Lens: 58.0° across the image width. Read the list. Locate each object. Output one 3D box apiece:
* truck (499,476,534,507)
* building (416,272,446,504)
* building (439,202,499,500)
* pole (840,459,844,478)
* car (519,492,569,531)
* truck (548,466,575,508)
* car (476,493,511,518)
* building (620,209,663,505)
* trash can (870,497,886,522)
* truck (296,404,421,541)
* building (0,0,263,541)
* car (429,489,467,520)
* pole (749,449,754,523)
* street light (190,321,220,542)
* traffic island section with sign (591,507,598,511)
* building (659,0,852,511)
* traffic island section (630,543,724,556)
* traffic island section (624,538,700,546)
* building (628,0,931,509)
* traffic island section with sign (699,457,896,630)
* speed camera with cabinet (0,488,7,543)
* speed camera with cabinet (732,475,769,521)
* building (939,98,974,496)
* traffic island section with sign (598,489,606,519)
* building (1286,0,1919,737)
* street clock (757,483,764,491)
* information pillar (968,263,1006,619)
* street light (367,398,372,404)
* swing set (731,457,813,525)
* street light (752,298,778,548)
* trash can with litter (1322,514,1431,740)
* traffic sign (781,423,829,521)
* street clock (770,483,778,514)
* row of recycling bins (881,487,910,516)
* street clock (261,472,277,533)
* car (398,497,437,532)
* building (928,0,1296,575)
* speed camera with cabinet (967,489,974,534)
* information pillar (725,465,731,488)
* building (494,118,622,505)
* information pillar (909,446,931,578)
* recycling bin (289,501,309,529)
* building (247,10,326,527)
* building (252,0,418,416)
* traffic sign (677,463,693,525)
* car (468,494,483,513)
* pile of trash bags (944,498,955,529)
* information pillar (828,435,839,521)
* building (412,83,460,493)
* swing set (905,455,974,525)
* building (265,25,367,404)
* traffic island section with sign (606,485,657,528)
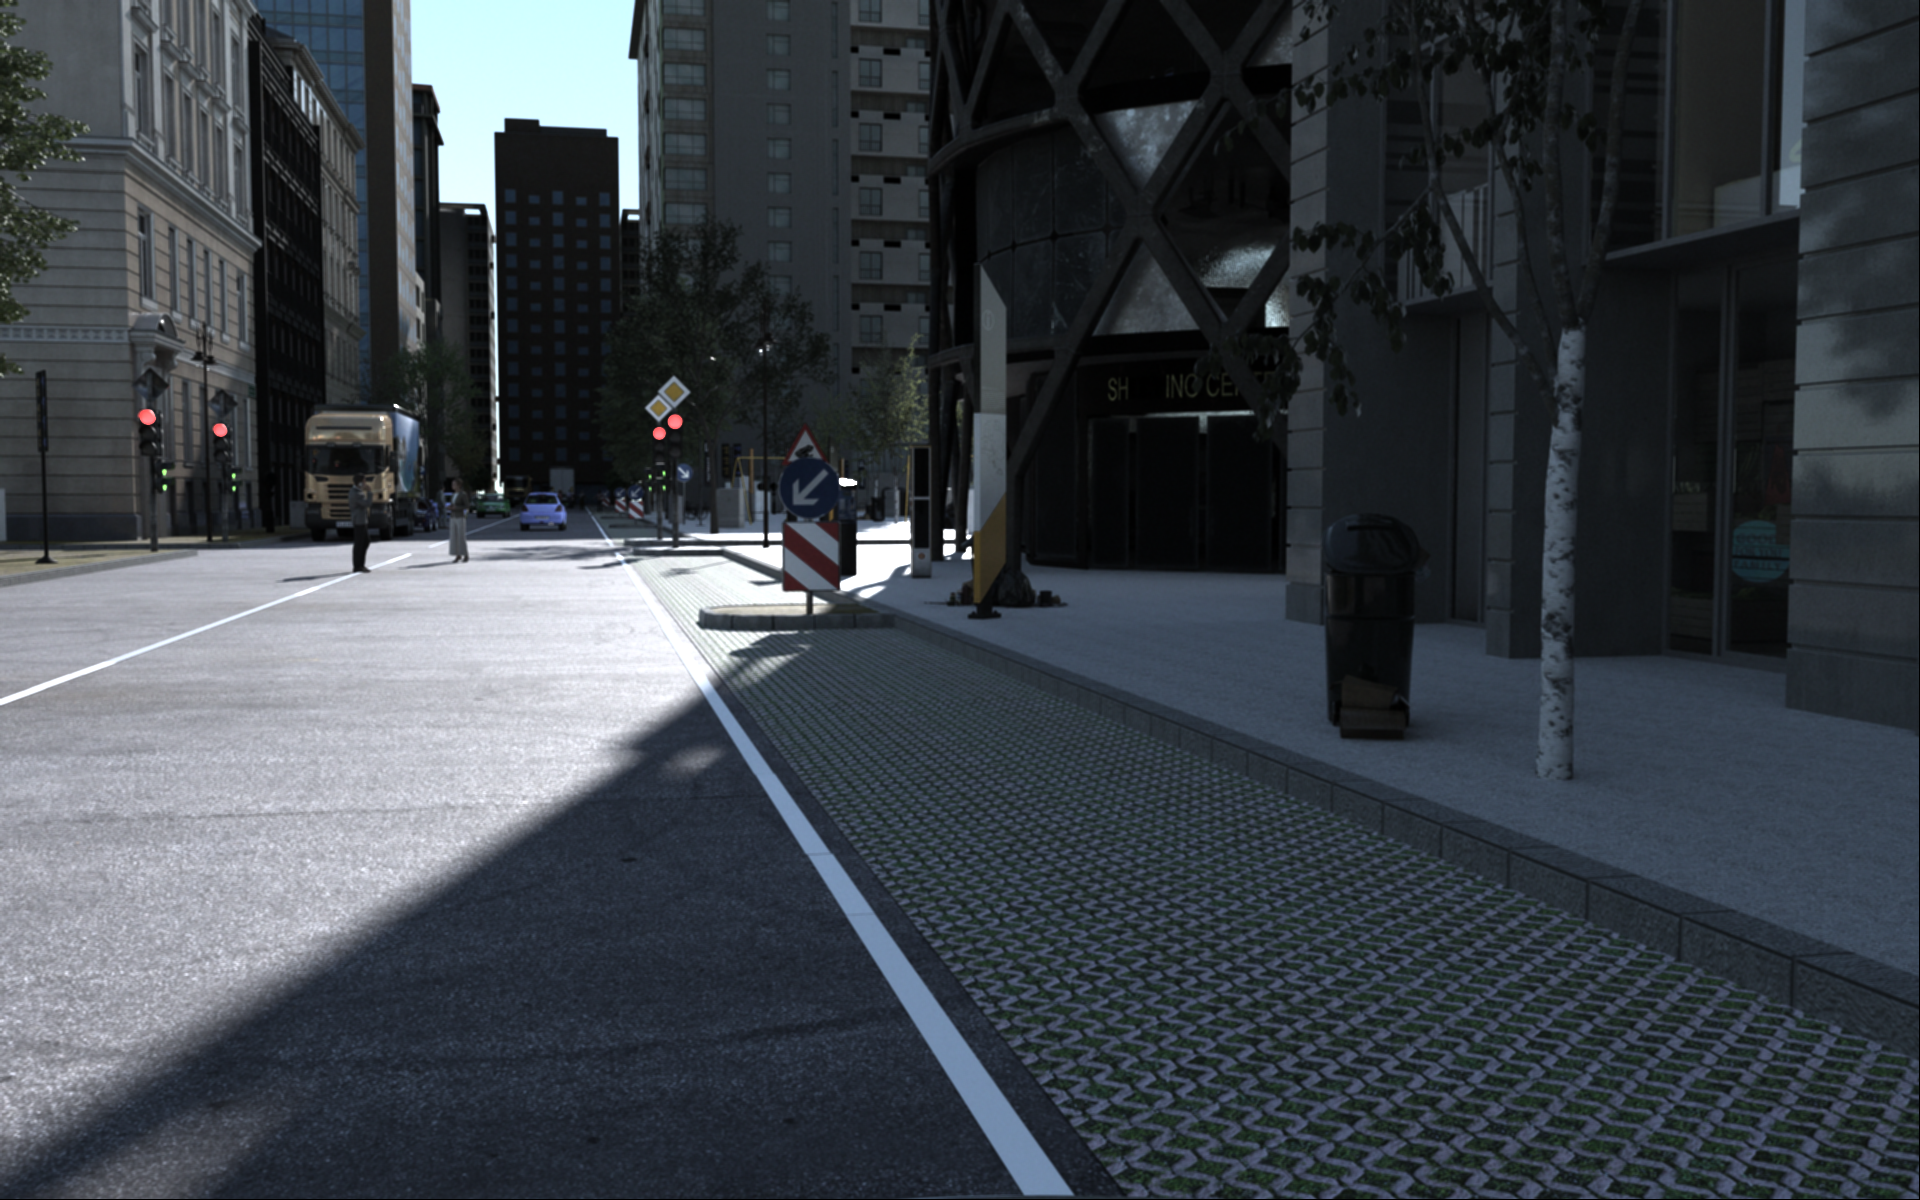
[{"bbox_3d":[-46.758,-11.471,183.466,3.469,3.379,9.791,-1,4,-11],"label":"truck"},{"bbox_3d":[-58.472,-18.317,144.519,27.650,21.520,28.899,-1,4,-12],"label":"building"},{"bbox_3d":[-70.218,-32.038,215.710,23.993,40.220,32.217,-1,4,-12],"label":"building"},{"bbox_3d":[-6.772,-6.458,99.439,0.158,3.312,0.155,0,3,0],"label":"pole"},{"bbox_3d":[-16.519,-3.616,68.710,1.945,1.707,3.694,-1,4,-11],"label":"car"},{"bbox_3d":[-41.738,-11.787,181.628,2.839,4.237,11.283,-1,4,-13],"label":"truck"},{"bbox_3d":[-28.298,-5.889,105.076,1.959,1.807,4.718,-1,4,-11],"label":"car"},{"bbox_3d":[-32.062,-32.555,224.154,23.993,40.220,32.217,-1,4,-12],"label":"building"},{"bbox_3d":[-3.806,-4.220,80.653,0.748,1.137,0.748,0,3,0],"label":"trash can"},{"bbox_3d":[-19.335,-4.121,56.293,2.839,4.237,11.283,-1,4,-12],"label":"truck"},{"bbox_3d":[-30.908,-16.467,55.136,13.634,28.700,20.117,-1,4,-12],"label":"building"},{"bbox_3d":[-27.995,-5.208,94.735,1.945,1.707,3.694,-1,4,-10],"label":"car"},{"bbox_3d":[-9.356,-5.126,77.650,0.158,3.312,0.155,0,3,0],"label":"pole"},{"bbox_3d":[-20.209,-4.507,46.473,0.468,5.910,1.993,-1,4,-12],"label":"street light"},{"bbox_3d":[-30.422,-8.543,148.306,1.989,1.847,2.006,-1,4,-12],"label":"traffic island section with sign"},{"bbox_3d":[-16.286,-27.621,135.199,14.154,41.232,14.086,-1,4,-12],"label":"building"},{"bbox_3d":[-6.731,-1.154,41.143,2.009,0.180,2.903,-1,4,-12],"label":"traffic island section"},{"bbox_3d":[-8.455,-1.631,48.941,2.009,0.180,2.903,-1,4,-12],"label":"traffic island section"},{"bbox_3d":[-19.984,-36.381,184.068,28.713,52.752,27.495,-1,4,-12],"label":"building"},{"bbox_3d":[-1.858,-0.641,19.115,1.989,1.847,2.006,-1,4,-12],"label":"traffic island section with sign"},{"bbox_3d":[-25.533,-3.108,45.145,0.660,3.252,2.038,-1,4,-13],"label":"speed camera with cabinet"},{"bbox_3d":[-10.125,-5.420,82.958,0.660,3.252,2.038,-3,5,-39],"label":"speed camera with cabinet"},{"bbox_3d":[-13.962,-34.743,157.291,28.713,52.752,27.495,-1,4,-12],"label":"building"},{"bbox_3d":[-19.675,-5.569,99.681,1.989,1.847,2.006,-1,4,-12],"label":"traffic island section with sign"},{"bbox_3d":[11.759,-13.831,3.625,11.434,29.767,29.804,-1,4,-12],"label":"building"},{"bbox_3d":[-13.054,-6.678,113.759,0.471,2.002,0.358,1,4,16],"label":"street clock"},{"bbox_3d":[0.302,-1.622,17.870,0.183,3.616,0.504,3,4,36],"label":"information pillar"},{"bbox_3d":[-28.421,-6.774,83.551,0.468,5.910,1.993,-1,4,-12],"label":"street light"},{"bbox_3d":[-8.242,-4.650,73.654,3.119,2.851,2.862,-2,4,-29],"label":"swing set"},{"bbox_3d":[-4.624,-4.179,41.122,0.468,5.910,1.993,-1,4,-12],"label":"street light"},{"bbox_3d":[2.298,0.120,9.433,0.624,1.170,1.055,1,4,8],"label":"trash can with litter"},{"bbox_3d":[-2.848,-1.953,31.929,0.884,2.594,0.081,-1,4,-12],"label":"traffic sign"},{"bbox_3d":[-11.771,-6.429,109.679,0.471,2.002,0.358,0,4,7],"label":"street clock"},{"bbox_3d":[-2.940,-5.735,100.879,3.534,1.692,1.069,1,4,18],"label":"row of recycling bins"},{"bbox_3d":[-22.896,-3.233,57.434,0.358,2.002,0.471,2,4,25],"label":"street clock"},{"bbox_3d":[-20.989,-3.276,66.141,1.945,1.354,3.894,-1,4,-12],"label":"car"},{"bbox_3d":[7.561,-10.147,33.360,16.820,18.784,16.811,-1,4,-12],"label":"building"},{"bbox_3d":[0.740,-3.823,56.836,0.660,3.252,2.038,1,4,14],"label":"speed camera with cabinet"},{"bbox_3d":[-16.315,-7.989,121.970,0.504,3.616,0.183,-2,4,-24],"label":"information pillar"},{"bbox_3d":[-48.663,-34.283,210.632,14.200,45.320,14.600,-1,4,-12],"label":"building"},{"bbox_3d":[-0.604,-1.344,26.460,0.304,2.012,0.304,-1,4,-8],"label":"information pillar"},{"bbox_3d":[-24.164,-3.124,63.638,0.722,1.027,0.722,0,4,-3],"label":"recycling bin"},{"bbox_3d":[-34.425,-14.876,72.898,12.332,23.373,15.834,-1,4,-12],"label":"building"},{"bbox_3d":[-46.947,-28.994,124.158,14.600,45.320,14.200,-1,4,-12],"label":"building"},{"bbox_3d":[-11.521,-4.412,72.246,0.768,2.556,0.104,-1,4,-10],"label":"traffic sign"},{"bbox_3d":[-36.715,-7.402,132.820,2.131,1.459,4.920,-1,4,-14],"label":"car"},{"bbox_3d":[0.756,-3.341,64.374,3.447,1.369,1.912,-1,4,-16],"label":"pile of trash bags"},{"bbox_3d":[-5.076,-4.772,69.370,0.183,3.616,0.504,3,5,44],"label":"information pillar"},{"bbox_3d":[-66.449,-31.988,177.632,28.867,44.769,22.147,-1,4,-12],"label":"building"},{"bbox_3d":[-0.544,-4.425,69.971,3.119,2.851,2.862,0,4,-7],"label":"swing set"},{"bbox_3d":[-39.545,-18.062,92.572,12.463,27.353,25.104,-1,4,-12],"label":"building"},{"bbox_3d":[-13.861,-3.959,73.358,1.989,1.847,2.006,-1,4,-12],"label":"traffic island section with sign"}]
